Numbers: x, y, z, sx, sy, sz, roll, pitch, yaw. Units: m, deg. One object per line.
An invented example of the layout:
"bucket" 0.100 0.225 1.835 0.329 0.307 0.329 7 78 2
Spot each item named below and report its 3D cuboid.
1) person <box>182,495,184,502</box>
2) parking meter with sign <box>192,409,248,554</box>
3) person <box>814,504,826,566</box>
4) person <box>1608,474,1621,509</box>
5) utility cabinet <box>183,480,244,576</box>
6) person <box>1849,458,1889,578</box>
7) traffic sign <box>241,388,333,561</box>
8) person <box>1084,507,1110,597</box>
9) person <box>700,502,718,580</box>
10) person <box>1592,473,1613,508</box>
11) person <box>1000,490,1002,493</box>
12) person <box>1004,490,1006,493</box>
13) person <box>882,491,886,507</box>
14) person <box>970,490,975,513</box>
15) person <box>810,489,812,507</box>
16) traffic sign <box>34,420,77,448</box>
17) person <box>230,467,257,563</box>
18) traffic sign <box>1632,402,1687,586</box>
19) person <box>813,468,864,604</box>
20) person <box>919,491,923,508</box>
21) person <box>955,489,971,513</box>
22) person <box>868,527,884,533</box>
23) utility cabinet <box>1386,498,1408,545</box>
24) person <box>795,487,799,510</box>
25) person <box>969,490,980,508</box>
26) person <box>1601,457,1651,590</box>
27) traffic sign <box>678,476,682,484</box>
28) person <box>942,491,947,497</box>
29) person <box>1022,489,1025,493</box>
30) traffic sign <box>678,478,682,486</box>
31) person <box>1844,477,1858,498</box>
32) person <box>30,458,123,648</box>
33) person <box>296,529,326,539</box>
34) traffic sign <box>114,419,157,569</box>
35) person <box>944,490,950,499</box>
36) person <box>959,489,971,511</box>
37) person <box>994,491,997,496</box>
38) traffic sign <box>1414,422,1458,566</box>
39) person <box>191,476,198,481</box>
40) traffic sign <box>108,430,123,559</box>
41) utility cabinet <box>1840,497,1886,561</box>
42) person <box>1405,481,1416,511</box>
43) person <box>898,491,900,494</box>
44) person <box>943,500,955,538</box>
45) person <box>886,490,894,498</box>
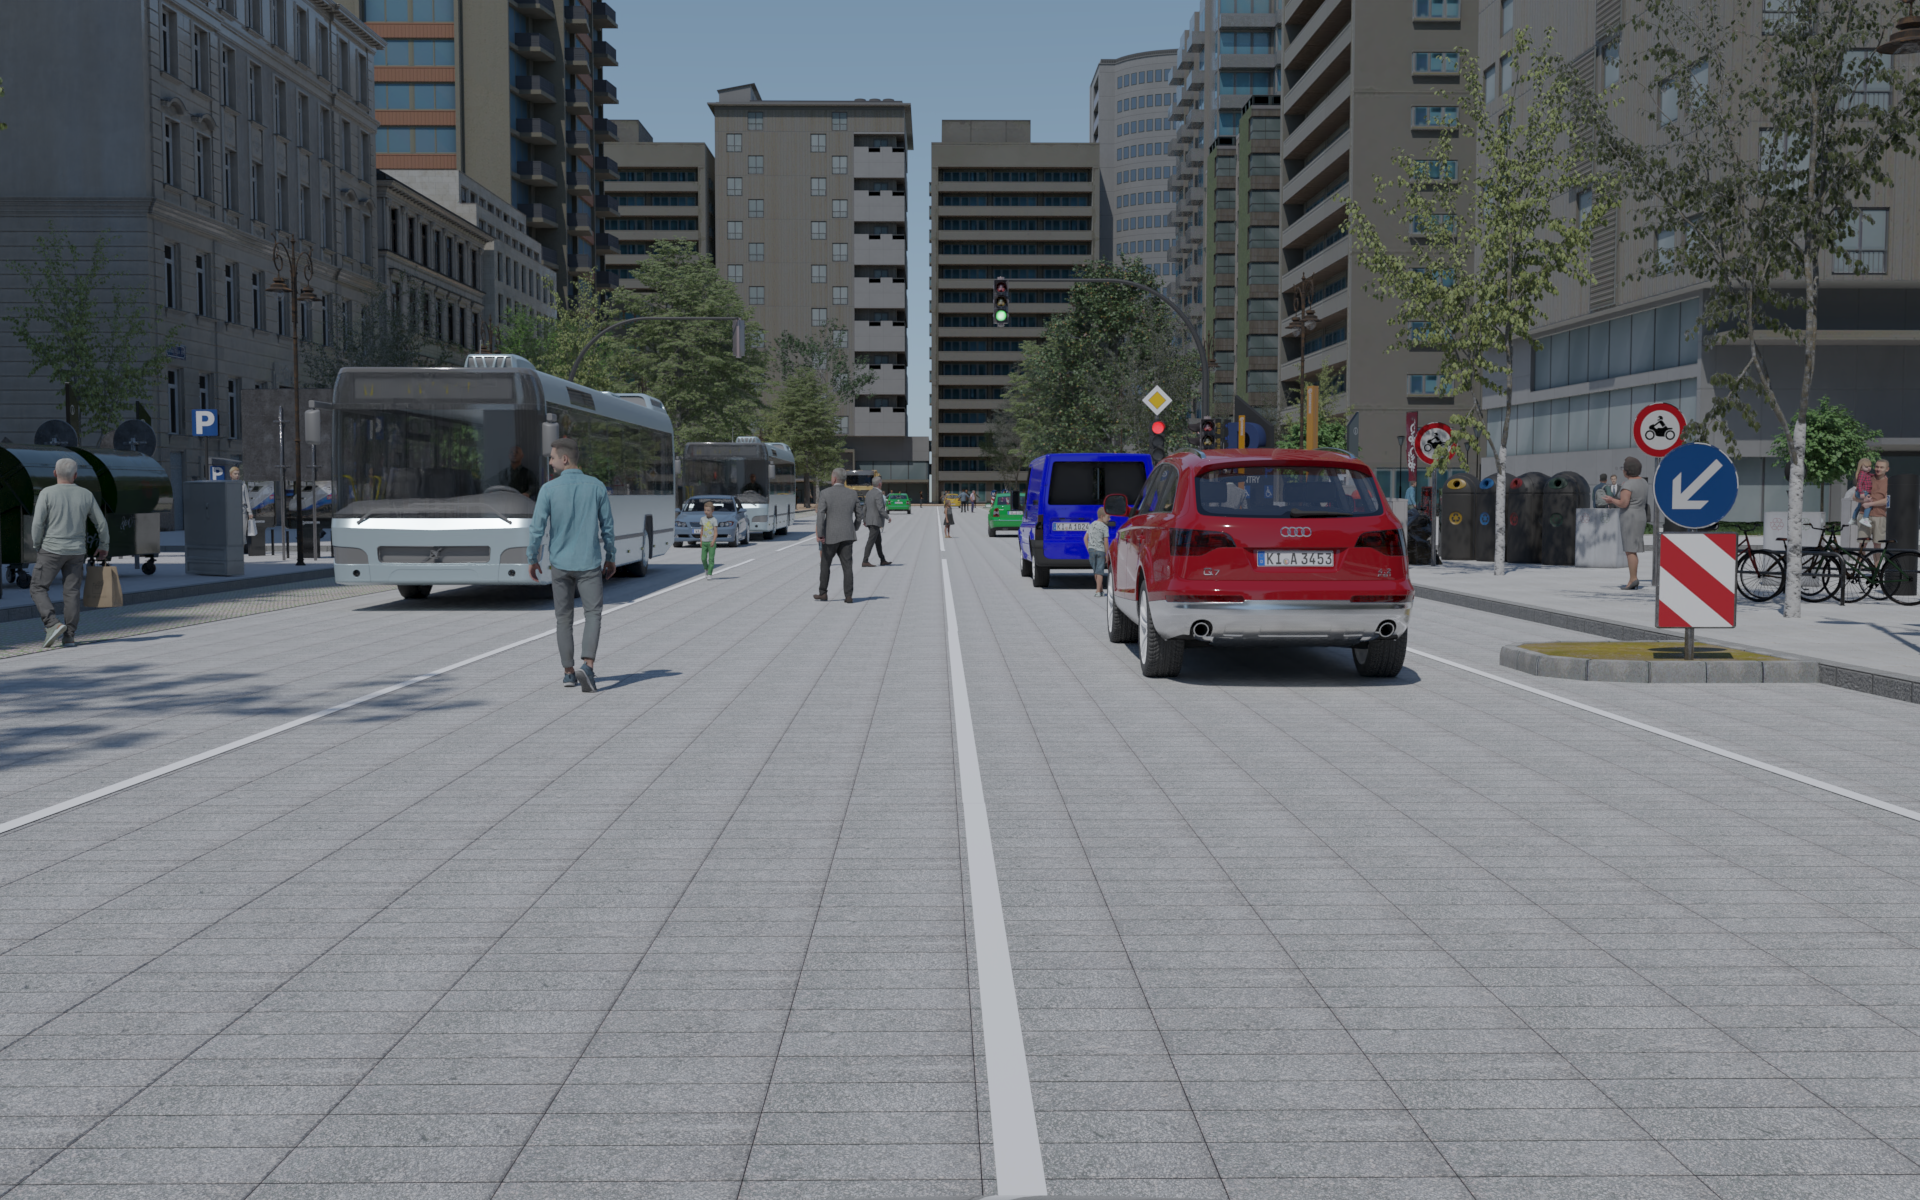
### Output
"person" -24.878 -3.062 56.215 0.679 1.850 0.850 -1 4 -20
"parking meter with sign" -15.453 -2.462 36.512 0.543 3.016 1.738 0 4 4
"person" -2.714 -1.302 34.480 0.352 1.250 0.332 -3 5 -41
"person" 19.076 -2.728 50.419 0.659 1.850 0.755 2 4 26
"utility cabinet" -11.746 -1.134 27.223 1.173 1.500 0.318 2 4 35
"person" 13.938 -1.255 26.537 0.580 1.828 0.573 -1 4 -19
"traffic sign" -12.743 -2.413 33.332 2.265 3.308 0.079 0 4 7
"person" 1.925 -0.671 24.152 0.352 1.250 0.332 -1 4 -20
"person" -4.200 -0.993 28.986 0.306 1.304 0.590 0 4 -5
"person" 16.874 -2.420 45.601 0.713 1.824 0.794 -1 4 -14
"person" 3.808 -8.970 155.166 0.705 1.822 1.348 -2 4 -29
"person" 3.406 -7.666 134.516 0.721 1.739 1.217 -2 4 -31
"person" -4.695 -5.848 105.925 0.330 1.601 0.589 -3 4 -36
"person" 1.026 -7.567 133.153 0.436 1.711 0.756 1 4 21
"person" -15.298 -10.434 176.643 0.705 1.823 1.348 -1 4 -15
"traffic sign" -15.456 -1.805 29.623 0.768 2.556 0.104 0 4 3
"person" -13.329 -1.565 31.978 0.694 1.780 0.624 0 4 -5
"traffic sign" 9.715 -1.470 24.136 0.768 2.556 0.104 0 4 0
"person" -1.646 -0.861 22.970 0.661 1.777 0.834 -2 4 -30
"person" -3.948 -10.424 179.763 0.721 1.723 1.217 0 4 5
"person" 0.259 -7.691 134.238 1.348 1.826 0.705 -1 4 -10
"person" -3.107 -3.127 63.868 0.590 1.304 0.306 0 4 -4
"utility cabinet" 7.375 -1.137 29.751 0.306 1.237 1.020 0 4 -6
"person" -13.181 -8.173 139.301 0.705 1.869 1.348 0 4 7
"person" 1.473 -10.306 177.095 1.348 1.812 0.705 -2 4 -29
"person" 8.978 -1.030 23.243 0.716 1.782 0.532 -3 5 -39
"traffic sign" -15.249 -5.847 95.602 0.884 2.594 0.081 0 4 1
"person" -1.579 -11.481 196.223 1.348 1.822 0.705 1 4 11
"person" 5.829 -9.197 157.137 1.217 1.735 0.721 1 4 18
"traffic sign" -17.243 -6.332 105.661 0.606 2.300 0.079 0 4 5
"person" 20.619 -1.937 40.021 0.661 1.843 0.795 -2 4 -25
"person" -8.347 -0.451 16.356 0.515 1.767 0.782 3 5 41
"person" -18.442 -2.630 49.148 0.850 1.850 0.679 -2 4 -28
"traffic sign" -14.082 -1.802 29.565 0.768 2.556 0.104 0 4 4
"person" -1.170 -10.441 179.220 1.348 1.824 0.705 -3 5 -40
"person" 0.541 -8.357 145.157 1.348 1.821 0.705 0 4 1
"person" 3.614 -9.804 169.477 0.721 1.739 1.217 1 4 11
"traffic sign" 8.415 -1.872 30.721 0.768 2.556 0.104 0 4 2
"person" -23.242 -2.855 52.579 0.638 1.841 0.748 1 4 12
"traffic sign" -16.603 -2.084 34.182 0.768 2.556 0.104 0 4 5
"utility cabinet" 17.576 -1.367 33.506 1.020 1.237 0.306 -1 4 -10
"person" 15.819 -3.334 60.891 0.444 1.785 0.601 0 4 6
"person" -6.200 -10.420 179.659 0.721 1.735 1.217 3 4 38
"person" -0.348 -2.641 56.343 0.373 1.253 0.362 3 5 43
"person" -6.244 -9.170 158.407 1.348 1.826 0.705 0 4 -1
